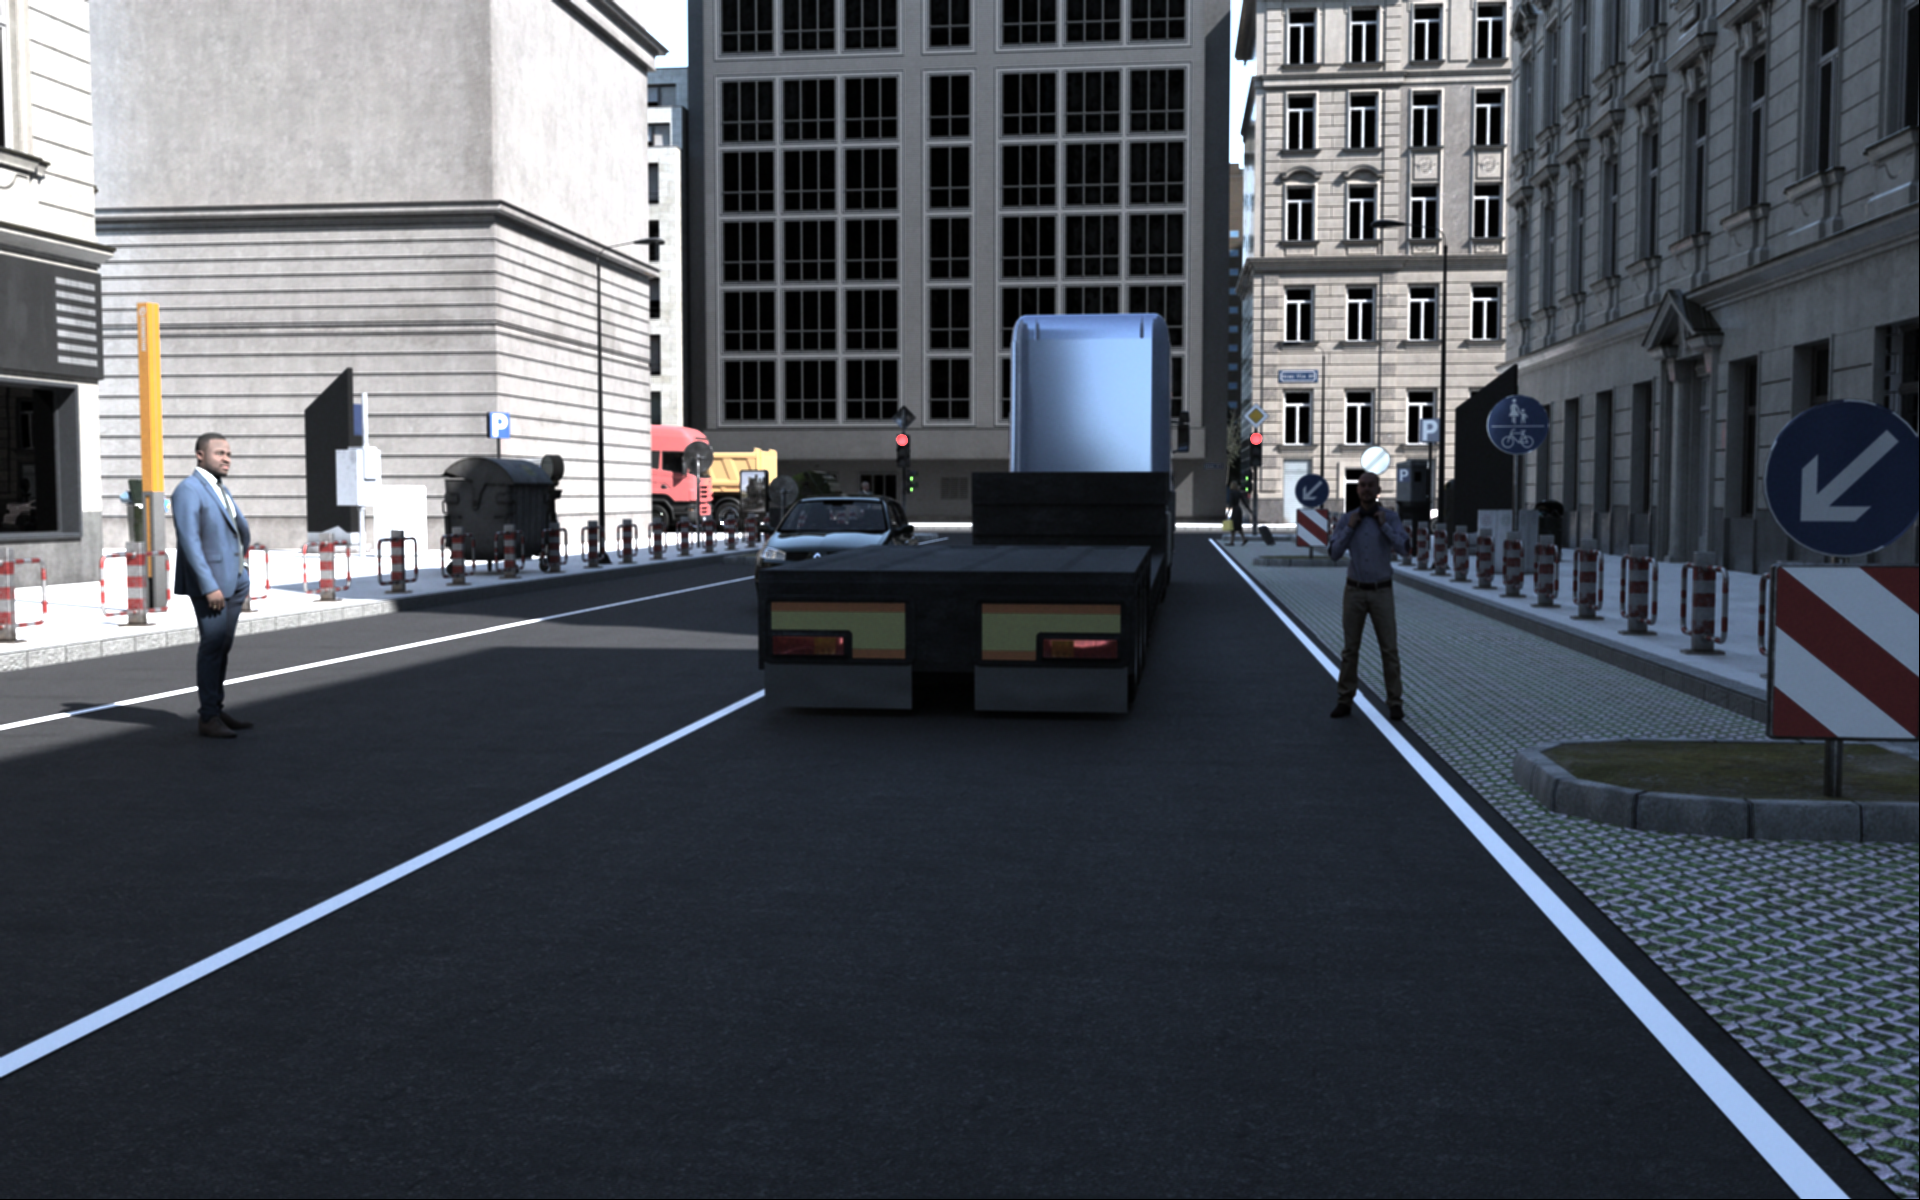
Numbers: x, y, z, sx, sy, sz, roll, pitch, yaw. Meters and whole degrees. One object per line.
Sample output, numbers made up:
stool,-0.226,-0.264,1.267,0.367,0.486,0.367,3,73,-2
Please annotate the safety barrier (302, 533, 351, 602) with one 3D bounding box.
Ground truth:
safety barrier,-7.513,-0.384,20.560,0.300,0.817,1.120,0,4,7

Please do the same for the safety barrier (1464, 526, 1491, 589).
safety barrier,7.115,-0.562,23.462,0.300,0.817,1.120,0,4,7

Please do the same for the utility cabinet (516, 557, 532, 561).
utility cabinet,-8.820,-1.378,33.691,1.020,1.237,0.306,2,4,27

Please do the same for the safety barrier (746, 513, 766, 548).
safety barrier,-5.000,-1.666,41.509,0.300,0.817,1.120,0,4,7

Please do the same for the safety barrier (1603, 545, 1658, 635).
safety barrier,6.189,-0.093,15.799,0.300,0.817,1.120,0,4,7

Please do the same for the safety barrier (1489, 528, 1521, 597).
safety barrier,6.885,-0.445,21.558,0.300,0.817,1.120,0,4,7

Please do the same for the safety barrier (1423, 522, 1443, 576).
safety barrier,7.570,-0.795,27.269,0.300,0.817,1.120,0,4,7

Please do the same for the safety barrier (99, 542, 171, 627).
safety barrier,-7.967,-0.152,16.754,0.300,0.817,1.120,0,4,7

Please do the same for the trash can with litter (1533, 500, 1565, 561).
trash can with litter,11.250,-1.333,33.175,0.624,1.170,1.055,1,4,23

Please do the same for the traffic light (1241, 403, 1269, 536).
traffic light,9.118,-3.954,53.568,0.839,4.253,0.868,0,4,7

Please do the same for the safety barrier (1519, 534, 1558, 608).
safety barrier,6.651,-0.329,19.650,0.300,0.817,1.120,0,4,7

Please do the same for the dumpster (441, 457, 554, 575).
dumpster,-7.487,-1.363,28.051,1.264,1.857,1.865,0,4,7

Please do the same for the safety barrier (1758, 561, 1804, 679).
safety barrier,5.731,0.140,11.981,0.300,0.817,1.120,0,4,7

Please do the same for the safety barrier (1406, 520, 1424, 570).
safety barrier,7.795,-0.911,29.172,0.300,0.817,1.120,0,4,7

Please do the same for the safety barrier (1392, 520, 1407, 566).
safety barrier,8.028,-1.028,31.090,0.300,0.817,1.120,0,4,7

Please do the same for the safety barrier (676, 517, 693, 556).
safety barrier,-5.686,-1.316,35.791,0.300,0.817,1.120,0,4,7

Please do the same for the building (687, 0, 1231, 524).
building,0.397,-17.588,81.063,24.014,27.812,14.314,0,4,7

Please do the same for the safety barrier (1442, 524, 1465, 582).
safety barrier,7.339,-0.678,25.366,0.300,0.817,1.120,0,4,7

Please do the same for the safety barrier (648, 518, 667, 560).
safety barrier,-5.914,-1.200,33.888,0.300,0.817,1.120,0,4,7

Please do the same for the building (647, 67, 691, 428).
building,-20.099,-13.901,82.027,16.860,20.320,10.420,0,4,7

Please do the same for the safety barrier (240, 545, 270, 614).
safety barrier,-7.740,-0.268,18.657,0.300,0.817,1.120,0,4,7

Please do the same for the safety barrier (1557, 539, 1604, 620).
safety barrier,6.424,-0.211,17.722,0.300,0.817,1.120,0,4,7

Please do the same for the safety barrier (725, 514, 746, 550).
safety barrier,-5.226,-1.549,39.605,0.300,0.817,1.120,0,4,7

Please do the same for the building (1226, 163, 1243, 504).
building,39.815,-35.878,236.720,14.200,45.320,14.600,0,4,7

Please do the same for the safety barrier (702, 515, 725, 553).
safety barrier,-5.455,-1.432,37.694,0.300,0.817,1.120,0,4,7

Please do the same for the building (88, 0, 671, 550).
building,-21.204,-12.479,45.829,24.055,21.916,13.314,0,4,7

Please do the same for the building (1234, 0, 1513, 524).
building,24.979,-17.090,76.691,25.104,27.353,12.463,0,4,7

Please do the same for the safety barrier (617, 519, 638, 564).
safety barrier,-6.142,-1.083,31.985,0.300,0.817,1.120,0,4,7

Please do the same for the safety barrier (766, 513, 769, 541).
safety barrier,-4.770,-1.782,43.414,0.300,0.817,1.120,0,4,7

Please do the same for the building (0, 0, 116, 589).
building,-22.622,-14.064,6.366,17.030,29.872,44.131,0,4,7

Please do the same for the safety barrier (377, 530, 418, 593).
safety barrier,-7.288,-0.501,22.464,0.300,0.817,1.120,0,4,7

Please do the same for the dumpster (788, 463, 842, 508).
dumpster,-4.527,-3.101,53.199,1.502,2.255,1.985,0,4,7

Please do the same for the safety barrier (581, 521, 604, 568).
safety barrier,-6.373,-0.967,30.082,0.300,0.817,1.120,0,4,7

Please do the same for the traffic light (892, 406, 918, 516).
traffic light,-1.767,-4.033,54.854,0.839,4.253,0.868,0,4,7

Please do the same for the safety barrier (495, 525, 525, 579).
safety barrier,-6.826,-0.734,26.270,0.300,0.817,1.120,0,4,7

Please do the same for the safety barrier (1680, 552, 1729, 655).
safety barrier,5.961,0.024,13.884,0.300,0.817,1.120,0,4,7

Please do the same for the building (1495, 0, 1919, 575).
building,20.485,-15.235,25.508,17.030,29.872,44.131,0,4,7

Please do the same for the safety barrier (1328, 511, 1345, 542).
safety barrier,9.628,-1.844,44.422,0.300,0.817,1.120,0,4,7

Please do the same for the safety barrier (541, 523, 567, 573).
safety barrier,-6.595,-0.850,28.178,0.300,0.817,1.120,0,4,7

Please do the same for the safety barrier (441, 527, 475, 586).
safety barrier,-7.057,-0.617,24.367,0.300,0.817,1.120,0,4,7

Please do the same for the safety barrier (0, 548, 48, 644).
safety barrier,-8.199,-0.035,14.851,0.300,0.817,1.120,0,4,7
